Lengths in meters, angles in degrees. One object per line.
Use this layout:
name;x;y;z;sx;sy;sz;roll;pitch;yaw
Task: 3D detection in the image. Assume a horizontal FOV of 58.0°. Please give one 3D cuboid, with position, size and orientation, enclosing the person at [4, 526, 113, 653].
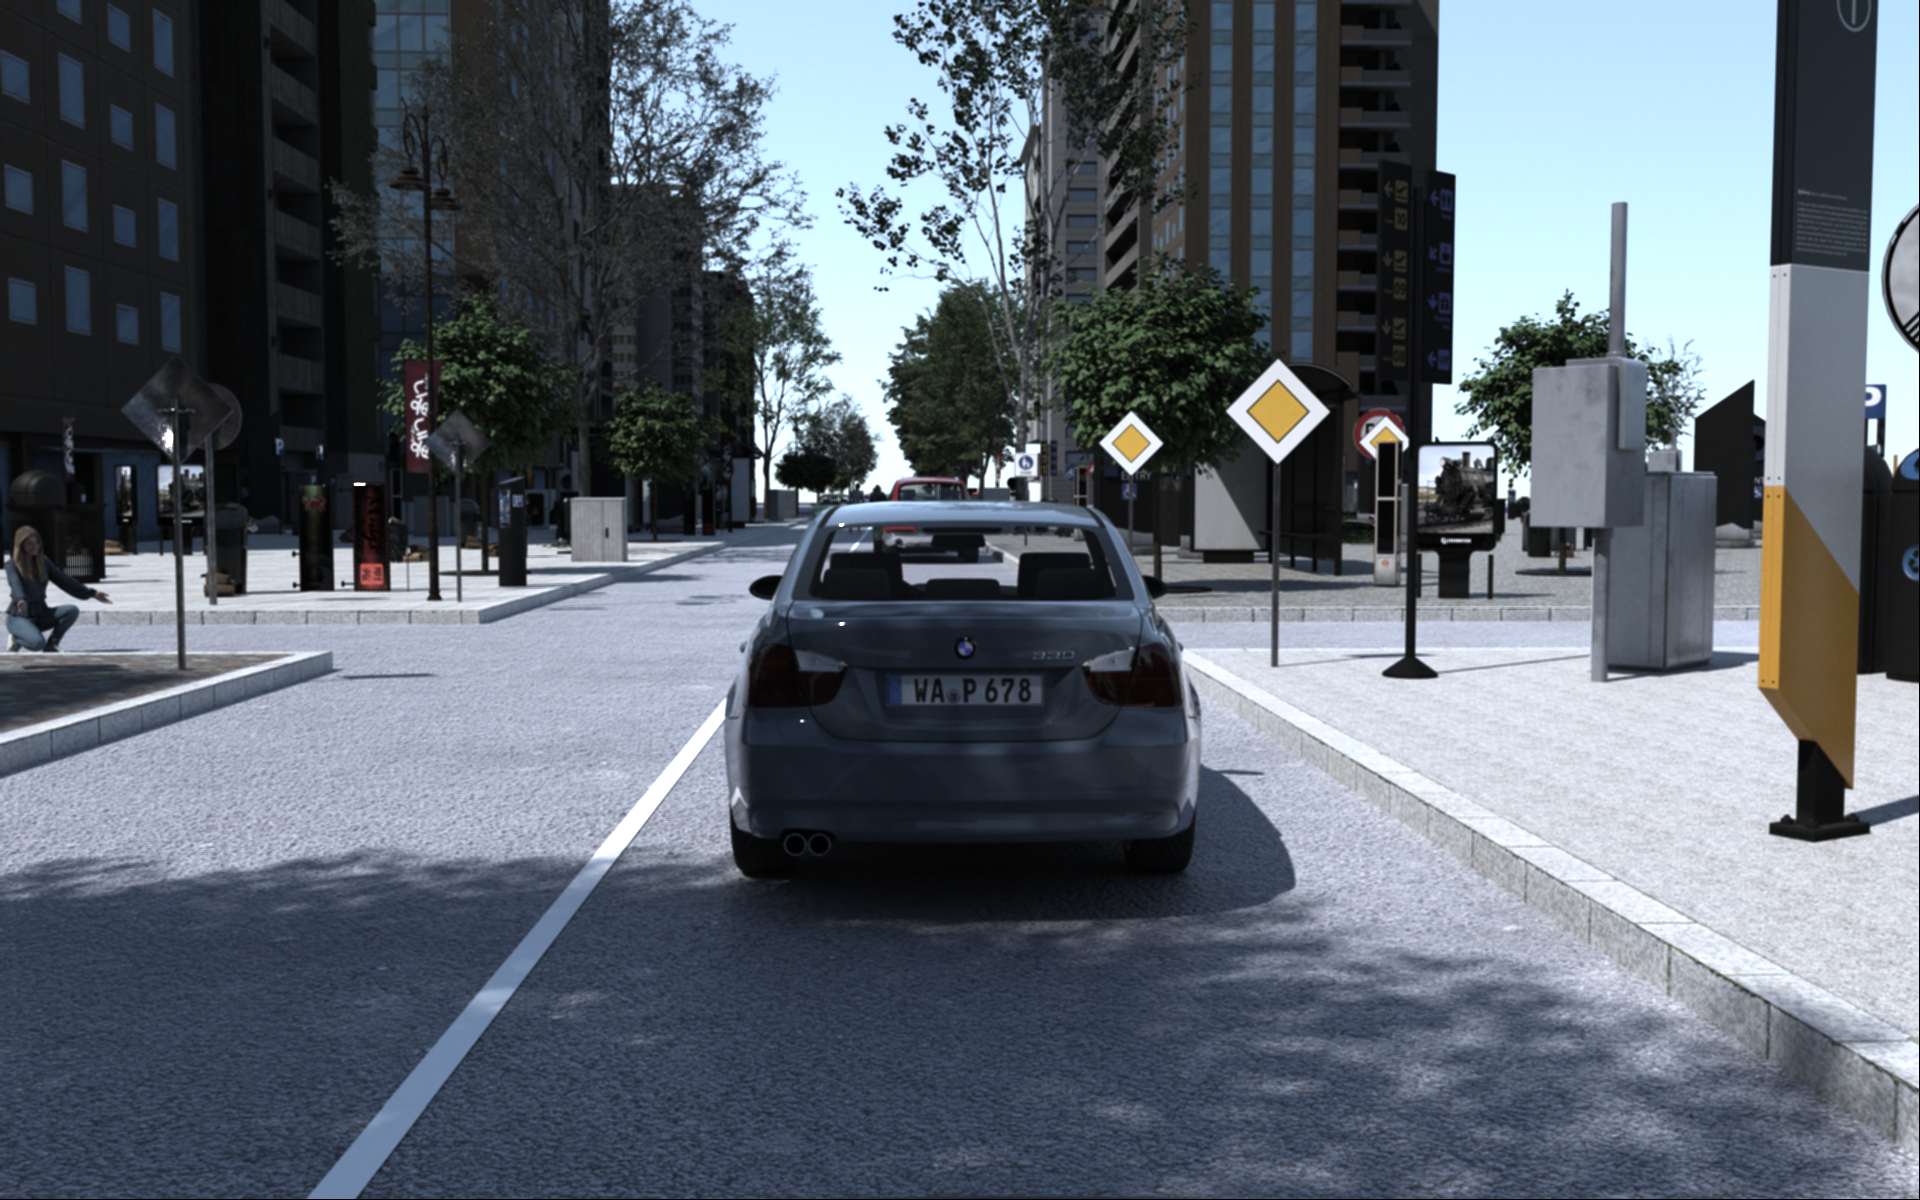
person;-8.063;-0.083;15.364;0.738;1.151;1.012;2;4;31

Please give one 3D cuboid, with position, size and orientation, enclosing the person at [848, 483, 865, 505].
person;-3.905;-3.476;65.185;0.661;1.843;0.795;1;4;13

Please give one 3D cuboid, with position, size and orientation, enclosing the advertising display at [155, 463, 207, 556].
advertising display;-16.241;-1.892;36.155;0.974;1.923;0.123;-1;4;-13

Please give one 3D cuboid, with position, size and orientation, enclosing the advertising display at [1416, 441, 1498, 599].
advertising display;6.075;-0.981;21.245;0.974;1.923;0.123;1;4;21

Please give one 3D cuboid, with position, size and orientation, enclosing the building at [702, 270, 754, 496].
building;-34.808;-27.660;223.946;14.160;30.474;14.107;0;4;-2

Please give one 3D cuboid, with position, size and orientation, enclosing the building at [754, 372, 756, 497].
building;-35.768;-28.520;238.001;14.160;30.474;14.107;0;4;-2

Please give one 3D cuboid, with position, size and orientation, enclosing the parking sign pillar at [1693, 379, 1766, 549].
parking sign pillar;18.224;-3.231;41.295;1.447;3.967;1.447;3;4;39

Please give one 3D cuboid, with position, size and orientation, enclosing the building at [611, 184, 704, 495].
building;-43.323;-31.342;204.314;32.217;40.220;23.993;0;4;-2

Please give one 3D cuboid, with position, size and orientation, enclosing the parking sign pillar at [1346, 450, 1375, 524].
parking sign pillar;17.199;-5.220;73.819;1.447;3.967;1.447;1;4;8

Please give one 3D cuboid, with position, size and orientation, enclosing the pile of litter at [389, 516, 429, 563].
pile of litter;-10.524;-1.172;33.129;1.176;0.858;1.719;1;4;14

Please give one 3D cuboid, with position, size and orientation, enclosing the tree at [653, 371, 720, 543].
tree;-8.093;-3.814;46.077;4.285;4.588;4.351;0;3;0

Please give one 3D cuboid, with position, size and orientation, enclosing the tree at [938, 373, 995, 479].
tree;0.233;-9.091;98.994;4.737;8.622;4.395;0;3;0

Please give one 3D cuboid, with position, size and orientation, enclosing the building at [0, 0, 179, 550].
building;-28.265;-23.889;40.700;14.600;45.320;14.200;0;4;-2

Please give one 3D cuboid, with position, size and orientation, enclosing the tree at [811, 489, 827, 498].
tree;-11.411;-8.993;141.633;1.663;3.219;1.824;0;3;0

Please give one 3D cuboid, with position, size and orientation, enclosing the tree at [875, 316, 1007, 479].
tree;-0.876;-12.699;114.287;9.857;13.997;8.962;0;3;0

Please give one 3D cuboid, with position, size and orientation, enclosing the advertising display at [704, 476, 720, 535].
advertising display;-7.880;-3.043;54.969;0.123;1.923;0.974;-1;4;-19

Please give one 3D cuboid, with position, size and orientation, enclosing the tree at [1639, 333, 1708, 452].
tree;31.959;-7.848;78.675;4.360;8.622;3.978;0;3;0

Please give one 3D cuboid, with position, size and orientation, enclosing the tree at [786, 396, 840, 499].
tree;-10.721;-10.885;128.330;4.360;8.622;3.978;0;3;0

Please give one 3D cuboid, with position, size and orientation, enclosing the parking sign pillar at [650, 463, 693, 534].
parking sign pillar;-9.436;-4.173;56.703;1.447;3.967;1.447;-2;4;-27

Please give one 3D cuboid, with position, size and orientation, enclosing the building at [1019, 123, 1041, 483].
building;23.312;-39.924;241.997;28.713;52.752;27.495;0;4;-2

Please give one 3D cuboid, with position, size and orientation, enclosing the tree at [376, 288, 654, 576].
tree;-7.712;-2.689;27.686;4.285;4.588;4.351;0;3;0

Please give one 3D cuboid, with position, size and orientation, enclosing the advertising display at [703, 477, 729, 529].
advertising display;-8.916;-3.554;63.324;0.974;1.923;0.123;1;4;10

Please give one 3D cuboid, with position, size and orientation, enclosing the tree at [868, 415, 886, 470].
tree;-13.869;-17.927;203.473;12.009;13.543;11.850;0;3;0

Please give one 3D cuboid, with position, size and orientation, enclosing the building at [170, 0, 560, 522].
building;-28.247;-26.596;84.954;14.600;45.320;14.200;0;4;-2

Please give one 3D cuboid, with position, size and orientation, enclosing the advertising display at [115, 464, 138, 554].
advertising display;-18.105;-1.983;37.630;0.974;1.923;0.123;3;5;45

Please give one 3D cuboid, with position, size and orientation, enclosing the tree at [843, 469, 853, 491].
tree;-10.100;-8.435;121.618;4.285;4.588;4.351;0;3;0

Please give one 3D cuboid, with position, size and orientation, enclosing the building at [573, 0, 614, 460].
building;-35.381;-42.394;131.392;20.563;71.187;20.611;0;4;-2

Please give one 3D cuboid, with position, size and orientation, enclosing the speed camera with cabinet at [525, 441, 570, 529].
speed camera with cabinet;-15.107;-4.231;63.521;2.038;3.252;0.660;-2;4;-29

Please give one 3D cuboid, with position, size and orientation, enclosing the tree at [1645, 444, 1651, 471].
tree;21.840;-3.740;55.747;1.663;3.219;1.824;0;3;0

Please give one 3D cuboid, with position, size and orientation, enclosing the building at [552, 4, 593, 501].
building;-38.469;-31.717;107.820;28.713;52.752;27.495;0;4;-2

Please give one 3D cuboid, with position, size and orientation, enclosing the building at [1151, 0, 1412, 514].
building;20.571;-28.384;114.196;14.600;45.320;14.200;0;4;-2

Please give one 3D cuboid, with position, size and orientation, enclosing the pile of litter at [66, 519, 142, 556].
pile of litter;-18.034;-1.360;36.197;1.719;0.858;1.176;-1;4;-17

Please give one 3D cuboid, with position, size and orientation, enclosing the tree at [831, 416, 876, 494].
tree;-15.502;-20.316;250.287;7.486;12.596;7.792;0;3;0

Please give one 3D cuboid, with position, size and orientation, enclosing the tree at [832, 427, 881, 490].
tree;-14.666;-18.417;235.527;8.767;10.594;7.601;1;4;9

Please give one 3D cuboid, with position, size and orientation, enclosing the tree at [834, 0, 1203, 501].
tree;2.111;-12.357;57.924;12.611;20.169;13.585;0;3;0

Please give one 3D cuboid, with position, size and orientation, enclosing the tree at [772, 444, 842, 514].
tree;-10.674;-7.976;114.126;4.285;4.588;4.351;0;3;0

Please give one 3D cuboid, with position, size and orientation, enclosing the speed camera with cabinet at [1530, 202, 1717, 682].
speed camera with cabinet;4.811;-1.110;12.479;0.660;3.252;2.038;3;5;43

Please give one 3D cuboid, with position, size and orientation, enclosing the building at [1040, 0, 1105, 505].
building;20.437;-41.032;212.869;21.231;58.520;28.212;0;4;-2

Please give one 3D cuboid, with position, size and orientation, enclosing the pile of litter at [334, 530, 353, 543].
pile of litter;-16.061;-1.975;46.249;1.176;0.858;1.719;2;4;30

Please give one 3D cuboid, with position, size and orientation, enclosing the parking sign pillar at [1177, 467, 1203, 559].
parking sign pillar;5.071;-2.815;34.504;1.447;3.967;1.447;0;4;3

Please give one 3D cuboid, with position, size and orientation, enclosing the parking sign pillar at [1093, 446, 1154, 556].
parking sign pillar;3.495;-2.940;36.543;1.447;3.967;1.447;-1;4;-17

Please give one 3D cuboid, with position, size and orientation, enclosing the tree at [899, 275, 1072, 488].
tree;1.187;-9.498;81.052;9.928;11.665;9.643;0;3;0

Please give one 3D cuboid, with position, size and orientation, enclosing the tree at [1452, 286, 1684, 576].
tree;9.608;-2.688;27.660;4.285;4.588;4.351;0;3;0

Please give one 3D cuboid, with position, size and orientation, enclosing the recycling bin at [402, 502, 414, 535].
recycling bin;-17.649;-2.609;55.214;0.722;1.027;0.722;0;4;3

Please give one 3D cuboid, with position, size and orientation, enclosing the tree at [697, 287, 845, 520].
tree;-9.518;-9.779;85.644;9.928;11.665;9.643;0;3;0

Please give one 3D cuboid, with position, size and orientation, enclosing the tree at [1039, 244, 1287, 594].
tree;2.697;-2.398;22.925;4.285;4.588;4.351;0;3;0

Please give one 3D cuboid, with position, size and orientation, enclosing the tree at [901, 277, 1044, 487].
tree;0.656;-10.574;91.008;7.486;12.596;7.792;0;3;0

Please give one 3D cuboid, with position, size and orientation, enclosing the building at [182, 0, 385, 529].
building;-30.366;-17.829;63.204;14.160;30.474;14.107;0;4;-2

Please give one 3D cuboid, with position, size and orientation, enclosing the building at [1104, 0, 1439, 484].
building;22.833;-31.092;132.058;21.300;48.544;21.600;0;4;-2

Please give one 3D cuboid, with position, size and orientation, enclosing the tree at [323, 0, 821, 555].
tree;-8.024;-7.727;36.710;12.009;13.543;11.850;0;3;0

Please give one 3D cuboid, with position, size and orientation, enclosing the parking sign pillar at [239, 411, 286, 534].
parking sign pillar;-22.638;-4.133;56.041;1.447;3.967;1.447;2;4;26
